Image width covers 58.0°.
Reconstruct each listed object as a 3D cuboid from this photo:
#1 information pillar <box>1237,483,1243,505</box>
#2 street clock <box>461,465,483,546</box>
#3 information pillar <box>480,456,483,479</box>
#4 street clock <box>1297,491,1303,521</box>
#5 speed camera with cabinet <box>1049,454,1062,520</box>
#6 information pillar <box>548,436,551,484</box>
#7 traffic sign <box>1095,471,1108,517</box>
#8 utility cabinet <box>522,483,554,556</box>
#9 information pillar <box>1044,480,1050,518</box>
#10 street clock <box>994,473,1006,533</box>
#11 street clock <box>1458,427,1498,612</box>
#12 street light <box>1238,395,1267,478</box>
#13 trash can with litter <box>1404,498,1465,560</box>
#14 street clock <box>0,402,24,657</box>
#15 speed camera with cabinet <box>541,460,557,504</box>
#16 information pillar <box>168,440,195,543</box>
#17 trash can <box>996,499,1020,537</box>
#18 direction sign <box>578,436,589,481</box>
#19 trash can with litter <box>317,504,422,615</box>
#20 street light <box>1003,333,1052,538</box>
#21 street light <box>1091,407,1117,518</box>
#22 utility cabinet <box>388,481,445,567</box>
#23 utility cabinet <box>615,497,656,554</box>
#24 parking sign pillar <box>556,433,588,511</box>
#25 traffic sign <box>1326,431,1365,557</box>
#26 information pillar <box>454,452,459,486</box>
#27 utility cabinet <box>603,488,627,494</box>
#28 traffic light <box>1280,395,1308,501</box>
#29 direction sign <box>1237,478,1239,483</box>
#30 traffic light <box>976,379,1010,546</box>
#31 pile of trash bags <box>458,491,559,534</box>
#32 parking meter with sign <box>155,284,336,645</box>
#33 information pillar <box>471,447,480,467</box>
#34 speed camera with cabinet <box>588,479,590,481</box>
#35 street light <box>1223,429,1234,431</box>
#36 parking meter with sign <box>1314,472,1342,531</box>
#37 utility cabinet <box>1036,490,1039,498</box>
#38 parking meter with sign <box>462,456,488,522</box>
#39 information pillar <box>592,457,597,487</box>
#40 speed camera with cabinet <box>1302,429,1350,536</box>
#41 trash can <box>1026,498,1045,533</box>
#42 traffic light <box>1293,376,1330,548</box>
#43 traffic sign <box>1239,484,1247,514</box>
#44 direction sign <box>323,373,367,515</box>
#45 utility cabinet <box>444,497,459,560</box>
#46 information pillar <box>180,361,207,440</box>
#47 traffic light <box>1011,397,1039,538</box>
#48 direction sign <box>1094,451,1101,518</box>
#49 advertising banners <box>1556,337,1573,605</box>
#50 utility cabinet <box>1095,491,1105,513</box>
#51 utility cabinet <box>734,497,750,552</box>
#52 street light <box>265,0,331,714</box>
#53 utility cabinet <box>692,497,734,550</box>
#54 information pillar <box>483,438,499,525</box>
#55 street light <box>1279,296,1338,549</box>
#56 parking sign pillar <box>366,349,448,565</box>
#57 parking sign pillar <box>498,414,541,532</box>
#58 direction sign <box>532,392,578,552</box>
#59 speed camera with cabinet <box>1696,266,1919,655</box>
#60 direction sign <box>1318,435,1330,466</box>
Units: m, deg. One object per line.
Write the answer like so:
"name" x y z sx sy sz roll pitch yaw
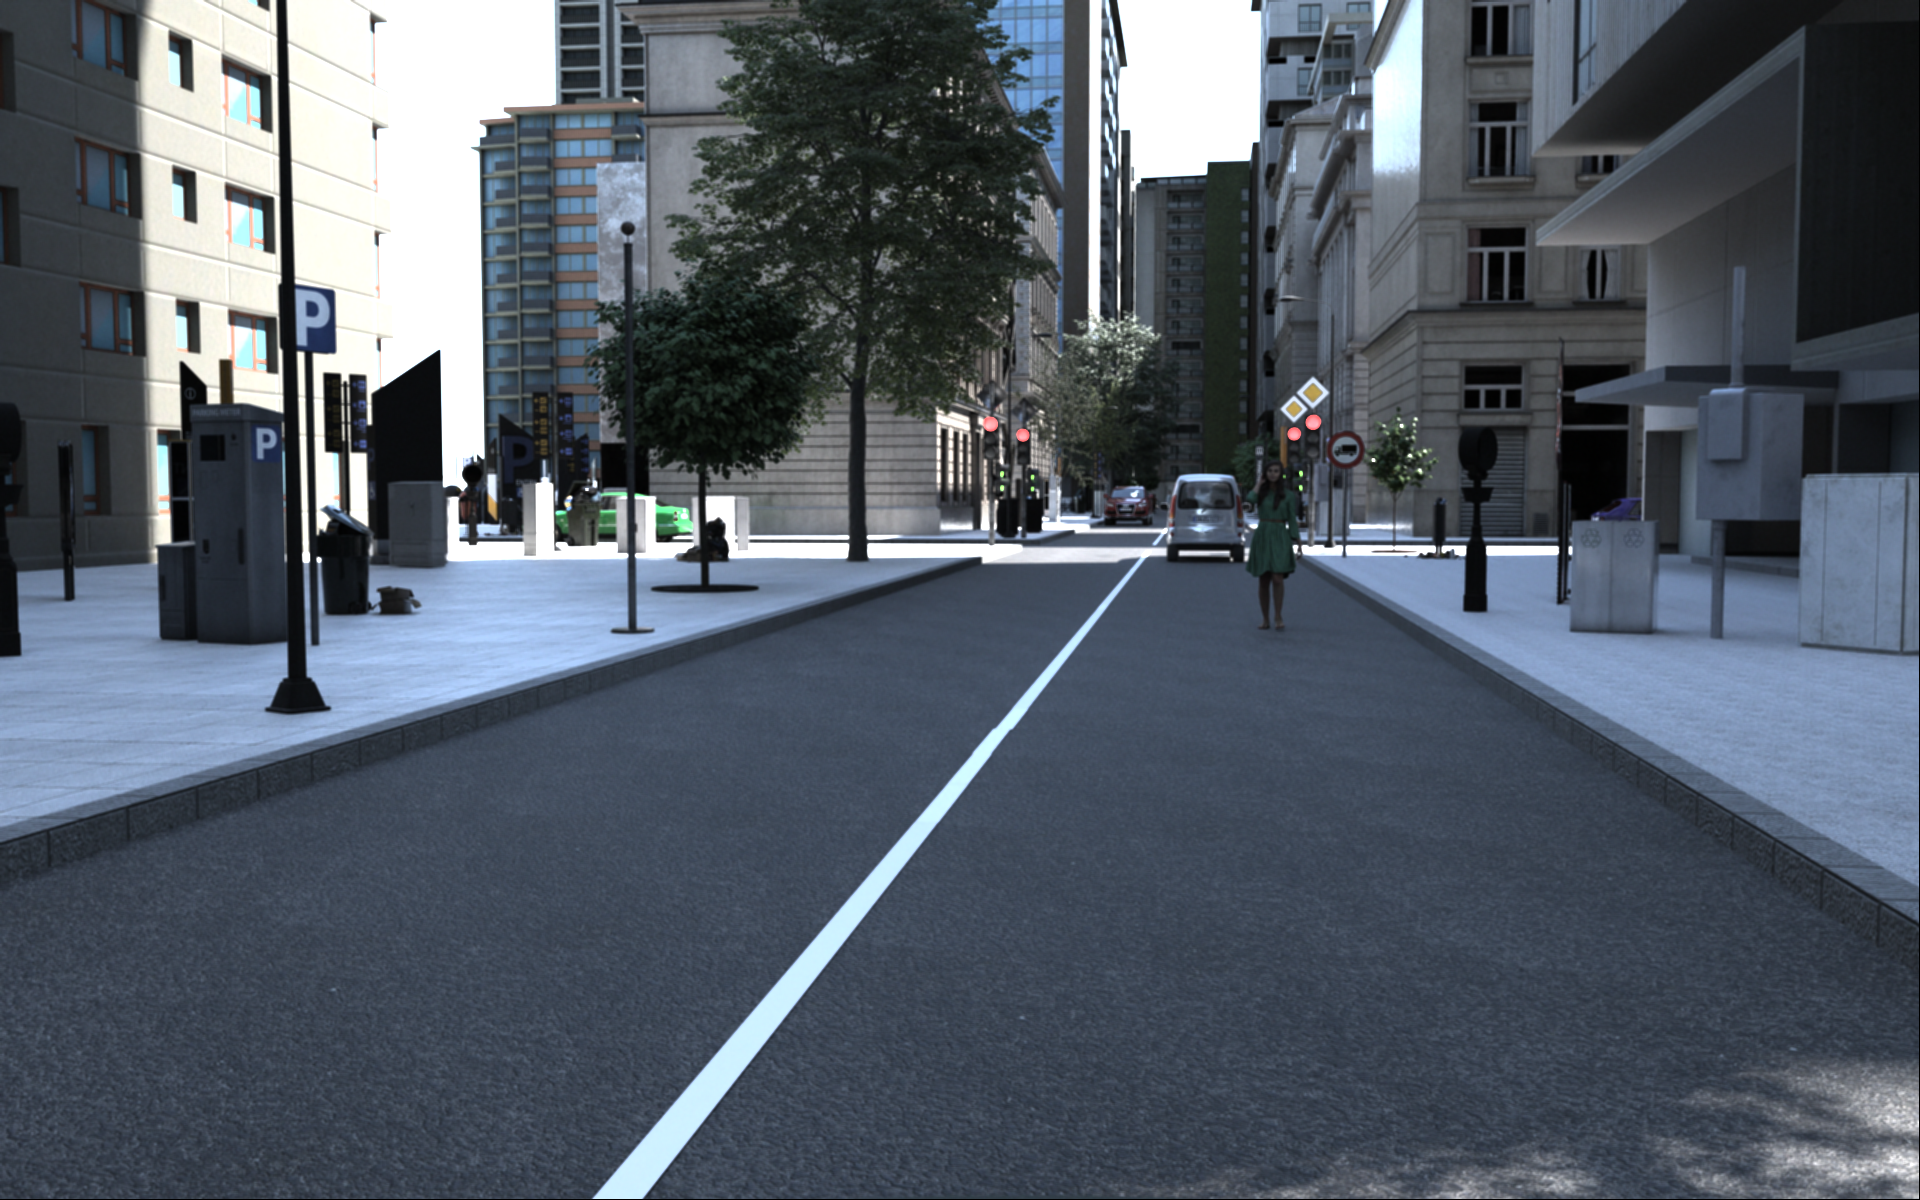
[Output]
"information pillar" 18.865 -6.862 116.691 0.304 2.012 0.304 3 5 41
"street clock" -12.038 -2.335 42.742 0.471 2.002 0.358 -2 4 -32
"information pillar" -26.727 -6.428 96.458 0.504 3.616 0.183 1 4 18
"street clock" 16.345 -4.798 83.011 0.358 2.002 0.471 3 4 36
"speed camera with cabinet" 4.675 -5.544 84.979 0.660 3.252 2.038 0 4 5
"information pillar" -16.435 -4.768 69.307 0.183 3.616 0.504 -1 4 -14
"traffic sign" 7.692 -5.797 94.778 0.884 2.594 0.081 1 4 11
"utility cabinet" -8.778 -1.671 35.994 0.318 1.500 1.173 0 4 3
"information pillar" 4.645 -5.319 91.459 0.304 2.012 0.304 2 4 30
"street clock" 1.308 -3.257 57.815 0.471 2.002 0.358 -1 4 -8
"street clock" 5.630 -0.874 18.868 0.358 2.002 0.471 3 5 44
"street light" 13.823 -6.662 81.457 1.470 5.913 1.316 0 4 8
"trash can with litter" 9.844 -1.463 34.975 1.678 1.210 2.233 2 4 24
"street clock" -7.581 -0.558 13.688 0.358 2.002 0.471 -3 5 -43
"speed camera with cabinet" -23.659 -6.527 101.044 2.038 3.252 0.660 -3 4 -36
"information pillar" -10.529 -1.167 23.576 0.304 2.012 0.304 0 4 4
"trash can" 1.453 -2.476 52.138 0.748 1.137 0.748 0 3 0
"direction sign" -14.965 -4.640 67.854 0.876 3.537 0.379 -1 4 -19
"trash can with litter" -6.345 -0.441 18.603 1.055 1.170 0.624 0 4 -5
"street light" 1.969 -4.749 50.192 1.470 5.913 1.316 0 4 8
"street light" 7.678 -7.332 92.411 1.470 5.913 1.316 0 4 8
"utility cabinet" -9.542 -1.327 30.368 1.173 1.500 0.318 2 4 35
"utility cabinet" -7.030 -1.612 37.519 1.020 1.237 0.306 3 5 41
"parking sign pillar" -16.978 -5.341 75.804 1.447 3.967 1.447 -1 4 -22
"traffic sign" 7.794 -2.137 35.052 0.768 2.556 0.104 1 4 13
"information pillar" -28.401 -6.507 97.749 0.183 3.616 0.504 -2 4 -33
"utility cabinet" -12.229 -3.264 62.047 1.173 1.500 0.318 2 4 27
"traffic light" 9.468 -3.693 49.302 0.839 4.253 0.868 0 4 8
"direction sign" 19.064 -7.753 118.757 0.379 3.537 0.876 1 4 12
"traffic light" 0.798 -3.271 42.402 0.839 4.253 0.868 0 4 8
"pile of trash bags" -14.421 -2.814 55.758 3.447 1.369 1.912 0 4 0
"parking meter with sign" -6.224 -1.144 14.959 1.738 3.016 0.543 2 4 25
"information pillar" -24.343 -5.826 86.615 0.183 3.616 0.504 -2 4 -30
"speed camera with cabinet" -23.012 -6.643 102.941 2.038 3.252 0.660 2 4 25
"street light" 19.456 -9.250 123.785 1.470 5.913 1.316 0 4 8
"parking meter with sign" 13.113 -3.975 61.247 1.738 3.016 0.543 -3 4 -37
"utility cabinet" 3.579 -4.941 89.466 0.318 1.500 1.173 3 5 40
"parking meter with sign" -22.517 -5.175 80.871 0.543 3.016 1.738 1 4 17
"information pillar" -23.304 -7.281 110.406 0.183 3.616 0.504 -3 5 -40
"speed camera with cabinet" 11.246 -3.597 53.151 0.660 3.252 2.038 3 5 41
"trash can" 2.442 -2.807 57.545 0.748 1.137 0.748 0 3 0
"traffic light" 8.392 -3.209 41.389 0.839 4.253 0.868 0 4 8
"traffic sign" 18.144 -6.716 109.816 0.884 2.594 0.081 1 4 14
"direction sign" -11.564 -2.488 32.677 0.379 3.537 0.876 3 5 39
"utility cabinet" -10.118 -1.401 34.064 0.306 1.237 1.020 0 4 -4
"information pillar" -13.610 -2.413 30.808 0.183 3.616 0.504 2 4 31
"traffic light" 1.874 -3.755 50.315 0.839 4.253 0.868 0 4 8
"direction sign" 7.249 -6.077 91.353 0.379 3.537 0.876 -1 4 -20
"advertising banners" 7.086 -1.477 20.331 0.090 3.025 2.074 2 4 23
"utility cabinet" 9.442 -6.581 116.283 0.318 1.500 1.173 -1 4 -22
"utility cabinet" -4.888 -1.704 39.029 0.306 1.237 1.020 0 4 -7
"street light" -3.387 -2.291 10.003 1.470 5.913 1.316 0 4 8
"utility cabinet" -5.654 -1.746 39.714 0.306 1.237 1.020 3 5 44
"information pillar" -19.437 -4.934 72.027 0.504 3.616 0.183 2 4 32
"street light" 8.206 -4.175 40.806 1.470 5.913 1.316 0 4 8
"parking sign pillar" -10.209 -2.655 31.875 1.447 3.967 1.447 -3 5 -41
"parking sign pillar" -14.772 -4.261 58.141 1.447 3.967 1.447 -2 4 -27
"direction sign" -9.035 -2.846 38.527 0.876 3.537 0.379 -1 4 -15
"speed camera with cabinet" 7.267 -1.242 14.643 0.660 3.252 2.038 -2 4 -27
"direction sign" 13.879 -4.530 66.068 0.379 3.537 0.876 3 5 42
